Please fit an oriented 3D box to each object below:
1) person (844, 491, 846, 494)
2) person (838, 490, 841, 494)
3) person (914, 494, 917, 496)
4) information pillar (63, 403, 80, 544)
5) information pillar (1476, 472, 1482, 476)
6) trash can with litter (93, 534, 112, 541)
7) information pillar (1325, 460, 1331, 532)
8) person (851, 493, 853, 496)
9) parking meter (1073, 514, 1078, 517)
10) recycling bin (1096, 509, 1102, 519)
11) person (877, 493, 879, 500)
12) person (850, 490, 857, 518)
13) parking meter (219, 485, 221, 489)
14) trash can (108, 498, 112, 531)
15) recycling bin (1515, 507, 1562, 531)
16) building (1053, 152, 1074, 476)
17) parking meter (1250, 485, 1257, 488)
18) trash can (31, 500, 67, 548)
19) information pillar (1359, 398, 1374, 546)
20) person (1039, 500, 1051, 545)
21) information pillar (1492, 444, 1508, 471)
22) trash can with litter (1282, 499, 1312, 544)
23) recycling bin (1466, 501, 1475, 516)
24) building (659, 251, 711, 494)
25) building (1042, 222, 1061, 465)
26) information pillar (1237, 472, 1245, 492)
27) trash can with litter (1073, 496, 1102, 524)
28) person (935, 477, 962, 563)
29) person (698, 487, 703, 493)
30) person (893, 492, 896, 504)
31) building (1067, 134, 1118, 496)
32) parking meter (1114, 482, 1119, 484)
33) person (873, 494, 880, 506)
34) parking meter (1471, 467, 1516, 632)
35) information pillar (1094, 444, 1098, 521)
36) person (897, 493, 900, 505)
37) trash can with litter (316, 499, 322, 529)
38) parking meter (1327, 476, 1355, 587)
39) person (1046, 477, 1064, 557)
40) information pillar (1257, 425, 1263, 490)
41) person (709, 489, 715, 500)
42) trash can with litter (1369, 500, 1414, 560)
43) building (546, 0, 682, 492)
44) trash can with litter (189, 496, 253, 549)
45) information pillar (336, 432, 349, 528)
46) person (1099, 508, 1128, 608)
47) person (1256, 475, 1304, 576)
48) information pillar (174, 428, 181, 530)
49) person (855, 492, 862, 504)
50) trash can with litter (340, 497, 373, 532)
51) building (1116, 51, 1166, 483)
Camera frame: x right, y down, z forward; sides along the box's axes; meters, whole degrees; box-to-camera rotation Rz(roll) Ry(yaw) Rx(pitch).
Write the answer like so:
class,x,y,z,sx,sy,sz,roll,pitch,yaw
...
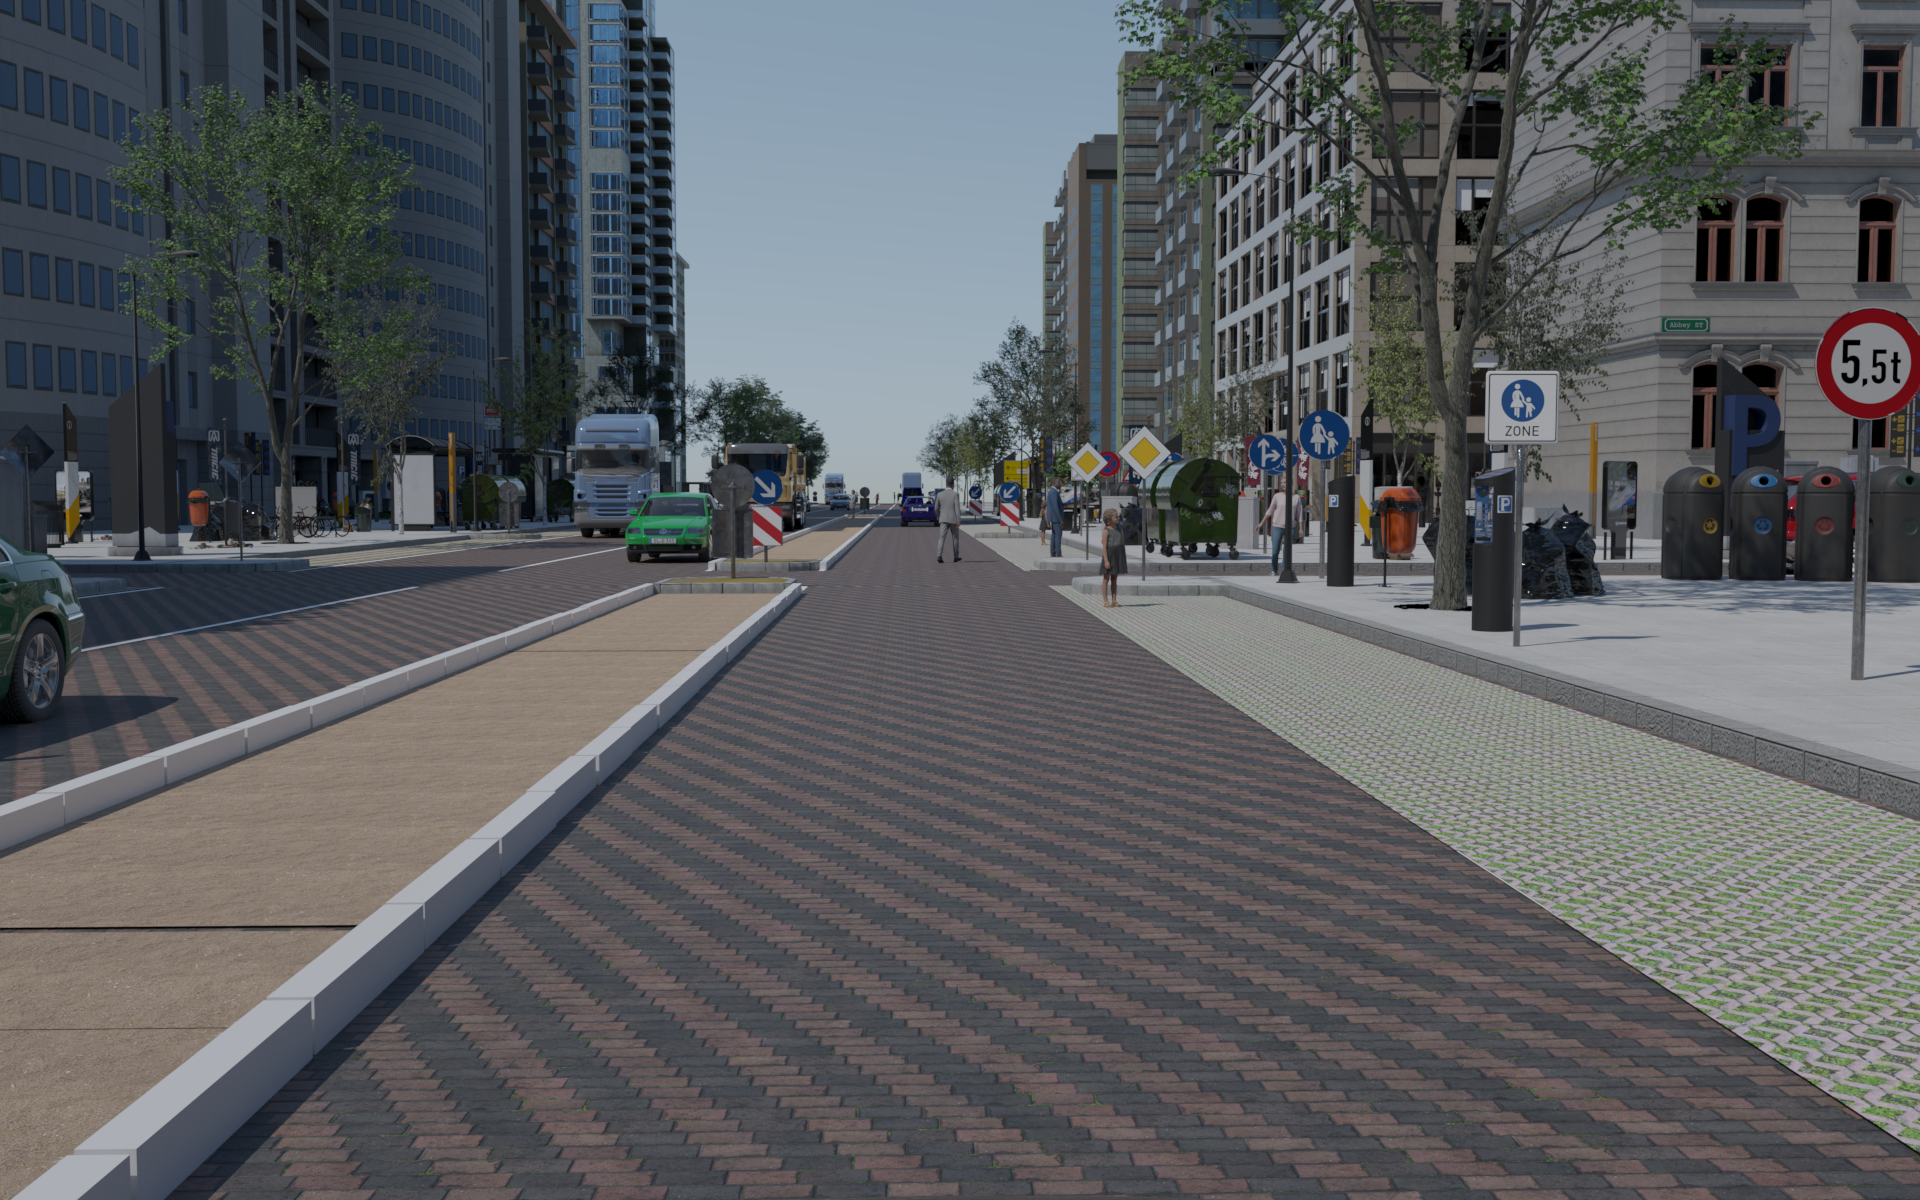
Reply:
class,x,y,z,sx,sy,sz,roll,pitch,yaw
person,-13.677,-12.102,206.347,0.705,1.826,1.348,-2,4,-25
person,-12.917,-10.802,185.119,0.705,1.824,1.348,2,4,27
person,-3.043,-6.372,115.903,0.599,1.433,0.991,-1,4,-17
information pillar,-22.941,-3.263,44.703,0.183,3.616,0.504,0,4,4
information pillar,17.416,-3.264,57.866,0.304,2.012,0.304,0,4,-6
trash can with litter,-23.484,-2.285,48.425,2.233,1.210,1.678,3,4,38
information pillar,12.292,-4.073,57.942,0.183,3.616,0.504,2,4,28
person,-11.858,-11.325,193.534,0.599,1.838,0.709,-2,4,-23
parking meter,6.464,-5.454,97.582,0.372,1.533,0.369,0,3,0
recycling bin,7.503,-4.758,90.341,0.722,1.027,0.722,1,4,20
person,-11.255,-13.985,238.616,0.415,1.643,0.593,-1,4,-20
person,-6.332,-5.702,102.726,0.522,1.701,0.512,-2,4,-28
parking meter,-28.498,-3.703,66.247,0.399,1.863,0.255,-2,4,-35
trash can,-28.016,-2.825,57.837,0.748,1.137,0.748,0,3,0
recycling bin,11.066,-1.270,33.311,0.722,1.027,0.722,-1,4,-21
building,24.585,-37.863,238.661,23.786,49.044,30.456,0,4,-2
parking meter,14.268,-4.790,84.032,0.255,1.863,0.399,2,4,34
trash can,-21.638,-1.805,41.172,0.748,1.137,0.748,0,3,0
information pillar,10.002,-3.135,42.606,0.183,3.616,0.504,-1,4,-16
person,2.376,-2.140,48.164,0.373,1.253,0.362,-1,4,-10
information pillar,10.919,-2.670,35.011,0.183,3.616,0.504,-1,4,-13
trash can with litter,8.533,-2.015,44.329,0.624,1.170,1.055,2,4,35
recycling bin,19.779,-3.313,66.722,0.722,1.027,0.722,-2,4,-33
building,-52.573,-34.073,248.973,32.217,40.220,23.993,0,4,-2
building,19.315,-35.345,261.478,14.154,41.232,14.086,0,4,-2
information pillar,9.134,-3.201,56.823,0.304,2.012,0.304,2,4,32
trash can with litter,5.907,-3.932,75.349,2.233,1.210,1.678,-3,5,-40
person,-0.242,-1.678,36.211,0.678,1.792,0.850,2,4,24
person,-13.354,-4.949,89.761,0.599,1.781,0.374,-1,4,-11
person,-9.290,-14.580,247.704,0.721,1.723,1.217,0,4,-4
building,20.928,-34.616,216.076,14.600,45.320,14.200,0,4,-2
parking meter,7.289,-4.544,80.012,0.399,1.863,0.255,1,4,12
person,-9.761,-11.665,202.485,1.065,1.426,0.557,3,5,40
parking meter,4.999,-0.478,16.229,0.372,1.533,0.369,0,3,0
information pillar,6.335,-5.511,81.465,0.183,3.616,0.504,-1,4,-14
person,-8.309,-13.682,233.674,0.415,1.643,0.593,1,4,22
trash can with litter,-24.043,-3.179,63.035,1.678,1.210,2.233,2,4,33
parking meter,5.284,-0.955,24.019,0.372,1.533,0.369,0,3,0
person,2.075,-1.762,37.490,0.419,1.800,0.721,-1,4,-13
information pillar,10.201,-4.134,58.951,0.183,3.616,0.504,0,4,-5
person,-15.804,-6.245,110.572,1.348,1.831,0.705,3,4,39
trash can with litter,8.502,-1.379,33.926,0.624,1.170,1.055,-2,4,-25
building,-46.967,-55.487,219.882,22.319,86.520,31.000,0,4,-2
trash can with litter,-17.714,-1.852,41.343,1.678,1.210,2.233,1,4,13
information pillar,-23.222,-4.510,65.097,0.183,3.616,0.504,2,4,25
person,1.947,-0.528,21.806,0.362,1.253,0.373,-2,4,-31
person,5.152,-1.153,28.030,0.731,1.740,0.598,0,4,1
information pillar,-27.688,-4.272,61.199,0.183,3.616,0.504,-2,4,-26
person,-13.561,-13.400,228.303,1.217,1.736,0.721,-1,4,-17
trash can with litter,-20.303,-2.865,58.237,1.055,1.170,0.624,0,4,-5
building,21.637,-29.382,163.986,14.154,41.232,14.086,0,4,-2
